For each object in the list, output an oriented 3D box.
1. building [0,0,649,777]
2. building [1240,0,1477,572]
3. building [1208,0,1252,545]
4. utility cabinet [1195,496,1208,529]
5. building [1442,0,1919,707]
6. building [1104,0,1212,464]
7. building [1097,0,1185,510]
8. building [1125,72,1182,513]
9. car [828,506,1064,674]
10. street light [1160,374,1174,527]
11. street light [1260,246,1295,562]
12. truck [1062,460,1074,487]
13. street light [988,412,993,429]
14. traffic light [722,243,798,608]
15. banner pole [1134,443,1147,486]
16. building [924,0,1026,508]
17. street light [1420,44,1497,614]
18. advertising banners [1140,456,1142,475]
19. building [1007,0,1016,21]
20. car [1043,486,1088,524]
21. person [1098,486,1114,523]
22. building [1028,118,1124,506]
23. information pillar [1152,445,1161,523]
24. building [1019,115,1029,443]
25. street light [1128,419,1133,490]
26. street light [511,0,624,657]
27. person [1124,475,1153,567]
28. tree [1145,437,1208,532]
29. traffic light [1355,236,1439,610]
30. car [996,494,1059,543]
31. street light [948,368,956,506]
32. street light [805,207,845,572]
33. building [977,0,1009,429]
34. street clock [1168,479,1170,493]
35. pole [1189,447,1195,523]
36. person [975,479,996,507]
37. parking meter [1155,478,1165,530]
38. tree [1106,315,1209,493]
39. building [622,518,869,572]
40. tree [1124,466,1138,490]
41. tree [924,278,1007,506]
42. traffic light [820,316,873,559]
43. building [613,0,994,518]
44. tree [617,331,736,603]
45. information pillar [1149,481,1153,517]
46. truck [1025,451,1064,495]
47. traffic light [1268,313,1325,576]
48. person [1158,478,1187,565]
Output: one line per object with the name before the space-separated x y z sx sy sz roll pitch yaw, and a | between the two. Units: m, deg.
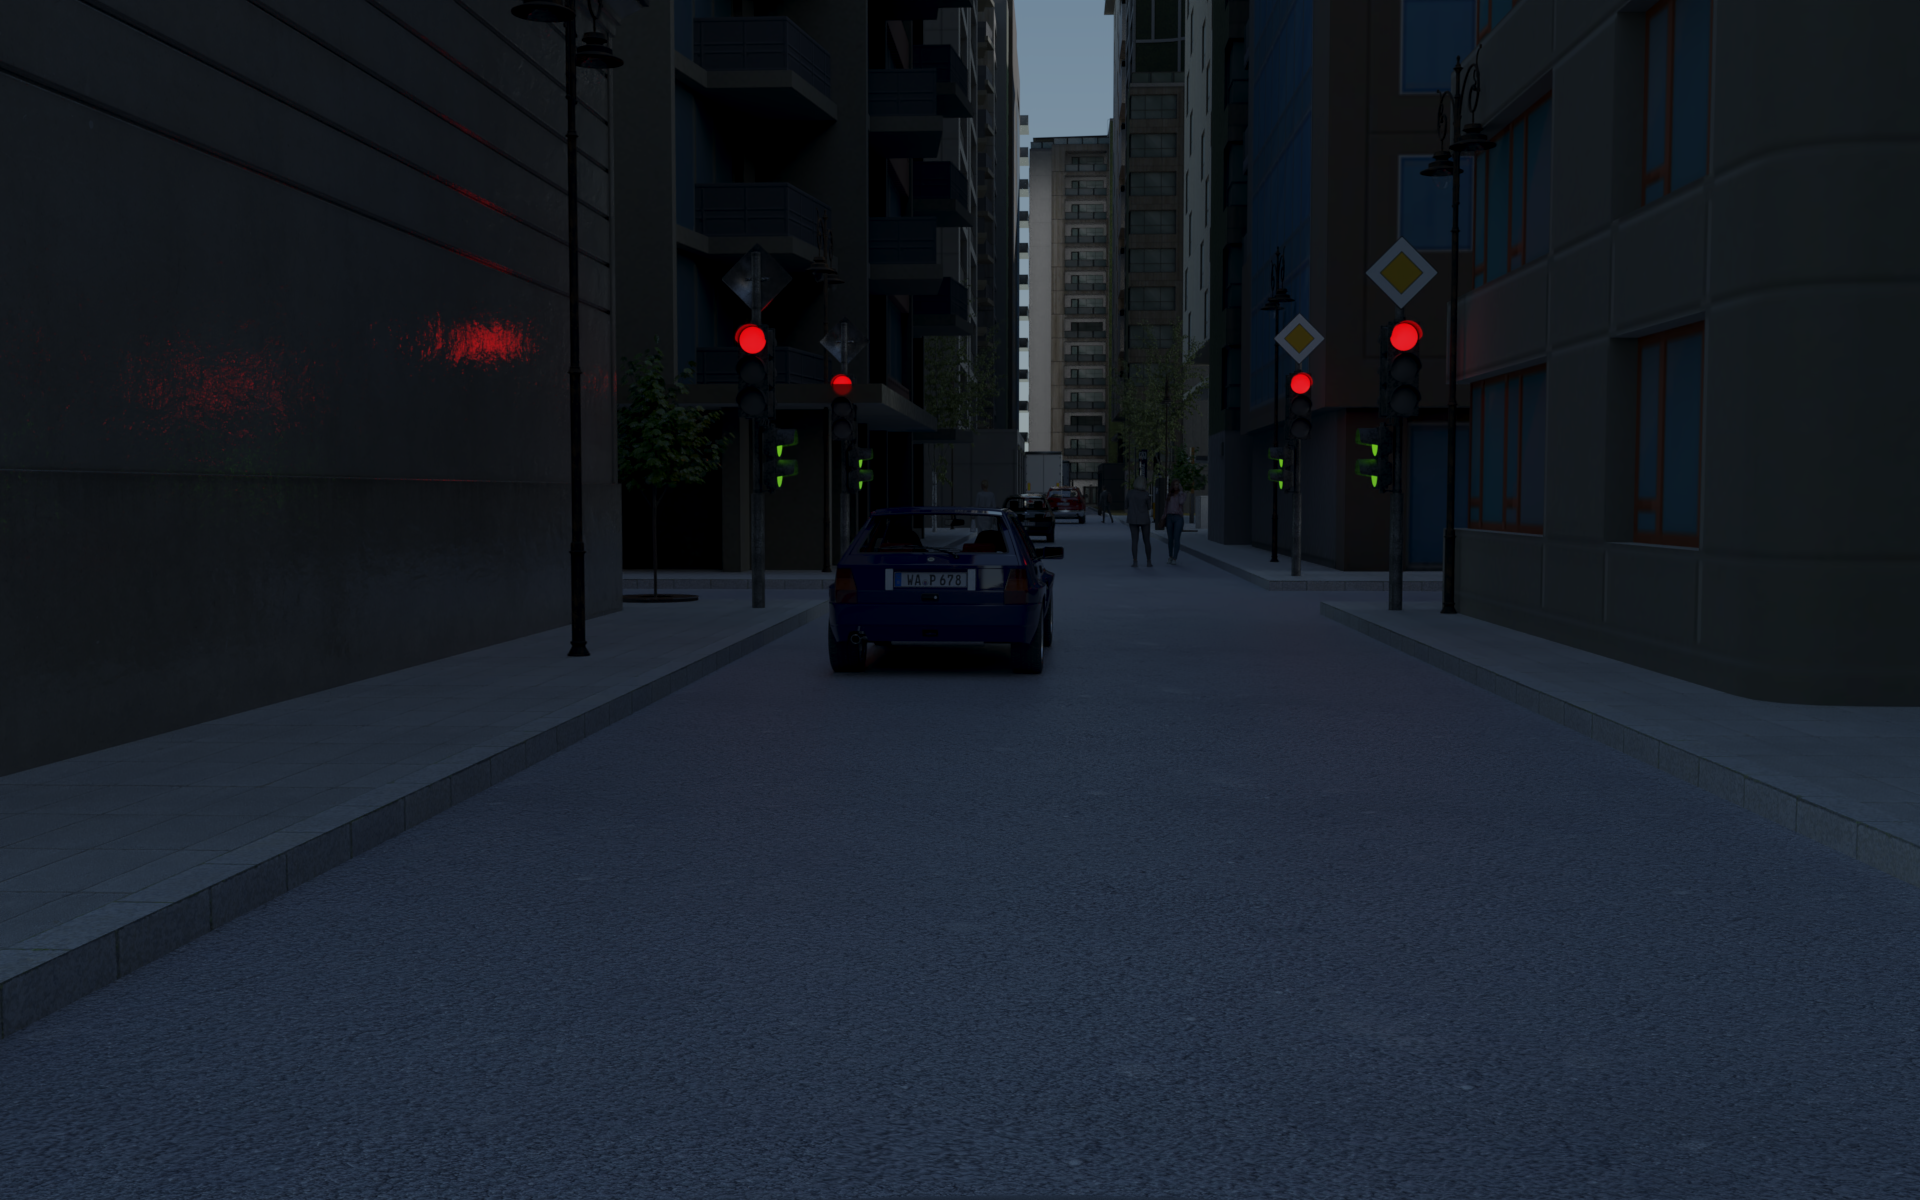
building | -18.333 -10.927 11.937 30.059 22.955 16.112 0 4 3
building | 13.409 -23.444 33.421 14.200 45.320 14.600 0 4 3
building | 14.063 -16.977 49.270 14.160 30.474 14.107 0 4 3
utility cabinet | 9.215 -3.259 64.442 1.020 1.237 0.306 -2 4 -35
building | 18.396 -9.697 3.585 27.650 21.520 28.899 0 4 3
building | 28.117 -35.040 162.148 28.713 52.752 27.495 0 4 3
building | 21.597 -42.792 137.905 20.563 71.187 20.611 0 4 3
building | 18.646 -21.423 121.959 14.160 30.474 14.107 0 4 3
car | -0.074 -0.161 15.211 1.945 1.354 3.894 0 4 5
street light | 7.970 -5.756 66.897 0.468 5.910 1.993 0 4 3
street light | 5.931 -3.651 32.488 0.468 5.910 1.993 0 4 3
truck | 8.319 -9.847 149.912 2.839 4.237 11.283 0 4 5
street light | 1.721 -7.611 97.227 0.468 5.910 1.993 0 4 3
traffic light | -2.255 -1.865 19.417 0.839 4.253 0.868 0 4 3
banner pole | 8.812 -5.809 84.990 0.863 3.779 0.401 2 4 28
building | -7.443 -38.888 74.071 20.563 71.187 20.611 0 4 3
street light | 5.252 -2.792 18.431 0.468 5.910 1.993 0 4 3
advertising banners | 8.252 -5.026 78.365 0.090 3.025 2.074 0 4 1
building | -2.090 -30.740 152.710 14.600 45.320 14.200 0 4 3
car | 5.136 -4.664 84.937 2.281 1.827 5.304 0 4 5
person | 7.213 -4.722 85.665 0.622 1.834 0.822 -2 4 -26
building | 14.582 -31.086 191.846 14.086 41.232 14.154 0 4 3
information pillar | 8.800 -5.267 77.466 0.183 3.616 0.504 3 5 42
building | -7.399 -35.337 197.367 30.456 49.044 23.786 0 4 3
street light | 9.912 -7.862 101.326 0.468 5.910 1.993 0 4 3
street light | -3.023 -2.493 13.555 0.468 5.910 1.993 0 4 3
person | 3.511 -1.554 34.094 0.537 1.800 0.526 1 4 21
tree | 7.563 -3.933 58.900 1.663 3.219 1.824 0 3 0
traffic light | 4.796 -1.842 19.037 0.839 4.253 0.868 0 4 3
car | 2.011 -2.618 52.585 2.009 1.686 4.222 0 4 2
street light | -0.277 -5.492 62.575 0.468 5.910 1.993 0 4 3
street light | -2.188 -3.393 28.269 0.468 5.910 1.993 0 4 3
building | -3.346 -27.839 138.766 14.154 41.232 14.086 0 4 3
street clock | 9.777 -4.688 81.224 0.471 2.002 0.358 3 5 42
pole | 10.125 -5.001 75.605 0.158 3.312 0.155 0 3 0
person | 0.565 -1.996 41.494 0.694 1.780 0.624 0 4 7
parking meter | 7.084 -3.403 61.354 0.255 1.863 0.399 -1 4 -17
tree | 8.225 -7.365 70.782 4.737 8.622 4.395 0 3 0
building | -11.090 -23.619 40.802 22.147 44.769 28.867 0 4 3
tree | 11.831 -7.372 115.128 1.663 3.219 1.824 0 3 0
tree | -0.628 -6.599 58.252 4.737 8.622 4.395 0 3 0
traffic light | -1.806 -2.353 27.389 0.839 4.253 0.868 0 4 3
building | -9.026 -28.278 116.964 22.147 44.769 28.867 0 4 3
tree | -3.650 -1.594 20.663 1.663 3.219 1.824 0 3 0
information pillar | 10.628 -5.566 95.495 0.304 2.012 0.304 -1 4 -19
truck | 5.740 -7.955 118.980 2.839 4.237 11.283 0 4 3
traffic light | 5.245 -2.330 27.010 0.839 4.253 0.868 0 4 3
person | 4.364 -1.607 35.360 0.593 1.750 0.643 2 4 27
